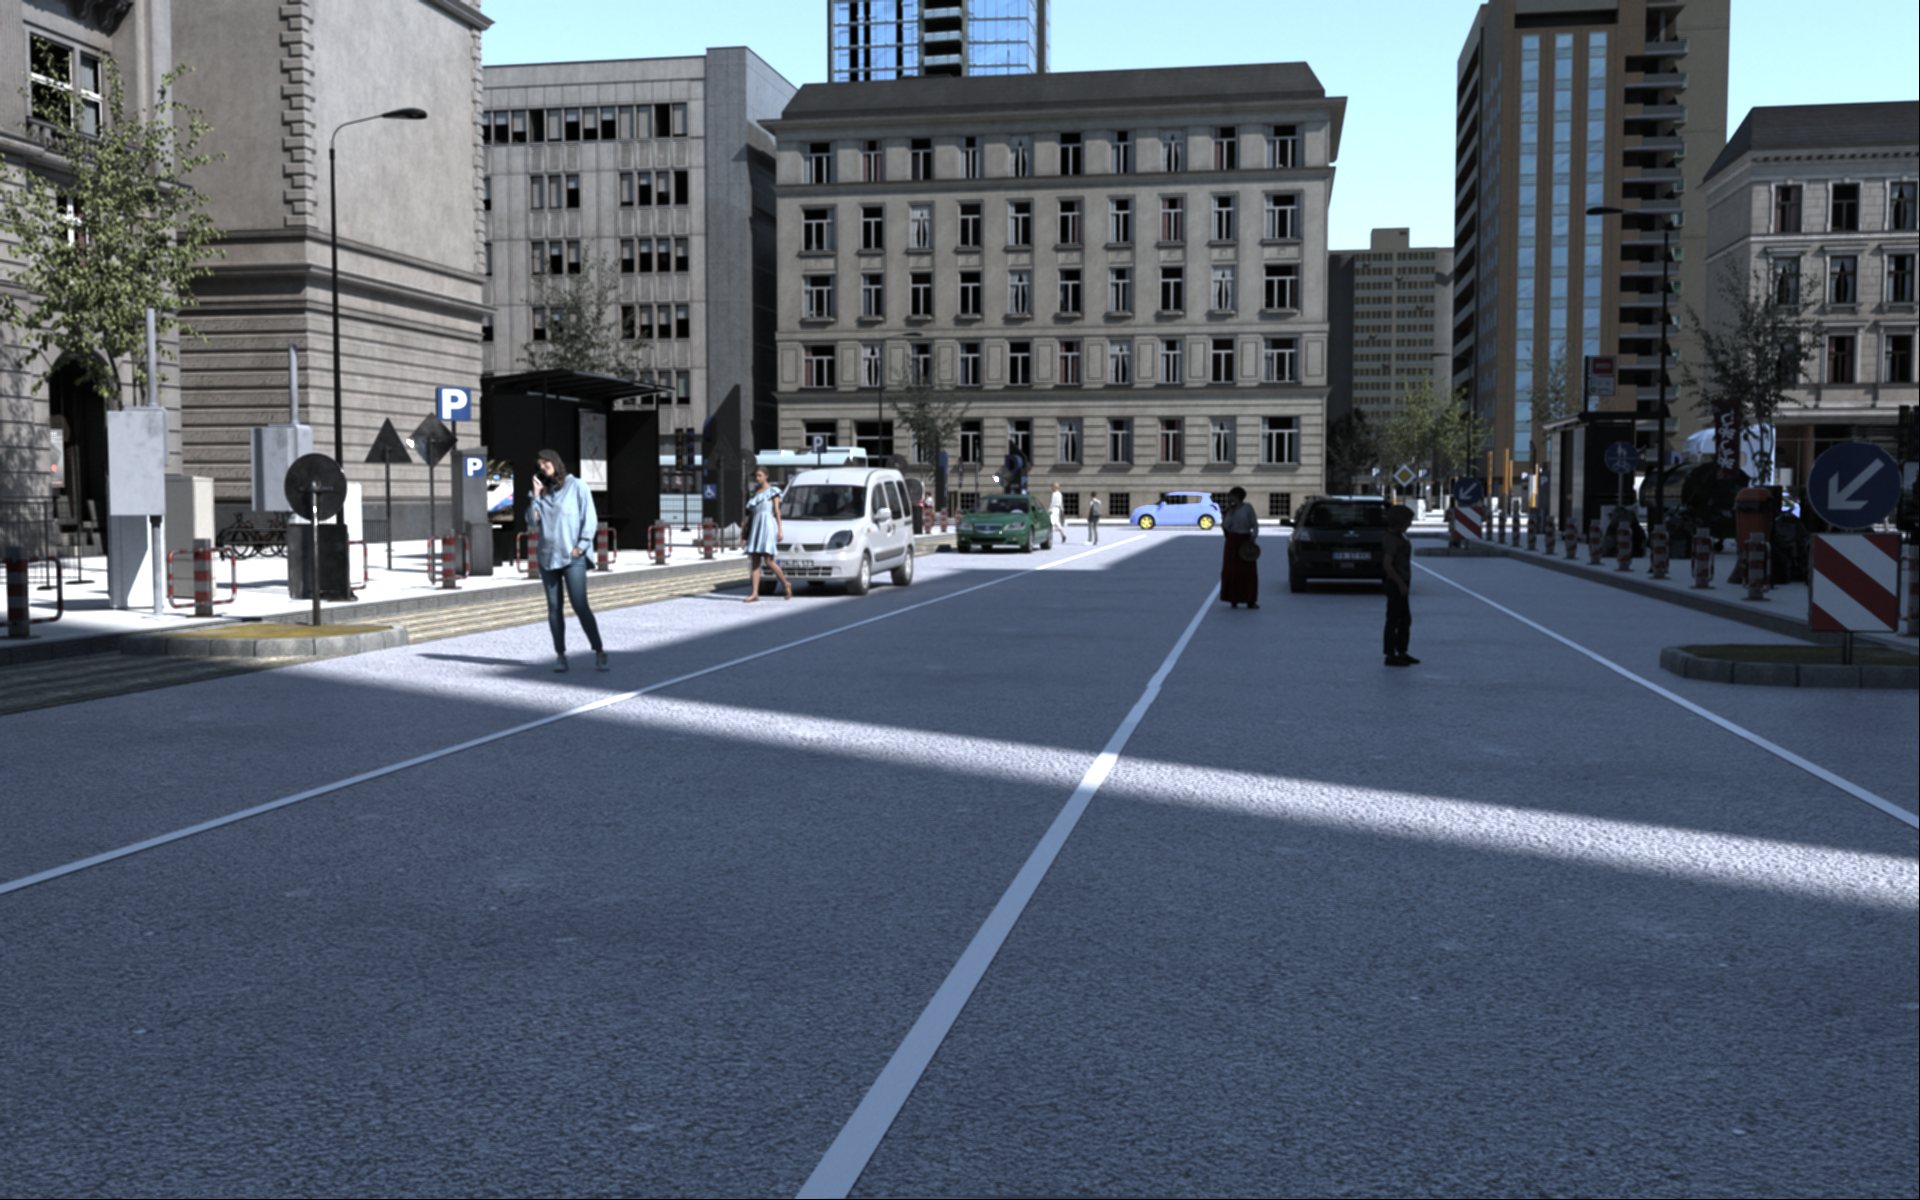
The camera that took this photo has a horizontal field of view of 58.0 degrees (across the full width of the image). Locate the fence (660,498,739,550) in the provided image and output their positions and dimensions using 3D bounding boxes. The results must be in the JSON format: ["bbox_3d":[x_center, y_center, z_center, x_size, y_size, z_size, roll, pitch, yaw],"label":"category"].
[{"bbox_3d":[-6.238,-1.743,39.697,2.264,1.192,0.480,0,4,-1],"label":"fence"}]

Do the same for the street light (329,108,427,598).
[{"bbox_3d":[-7.093,-2.969,21.078,1.470,5.913,1.316,1,4,10],"label":"street light"}]

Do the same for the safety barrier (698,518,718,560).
[{"bbox_3d":[-4.925,-1.199,33.882,0.300,0.817,1.120,1,4,10],"label":"safety barrier"}]

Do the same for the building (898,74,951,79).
[{"bbox_3d":[1.784,-29.807,170.933,14.154,41.232,14.086,1,4,10],"label":"building"}]

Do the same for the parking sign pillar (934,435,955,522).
[{"bbox_3d":[-0.863,-5.581,79.727,1.447,3.967,1.447,0,4,6],"label":"parking sign pillar"}]

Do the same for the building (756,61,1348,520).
[{"bbox_3d":[5.638,-16.058,95.828,30.059,22.955,16.112,1,4,10],"label":"building"}]

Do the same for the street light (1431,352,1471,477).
[{"bbox_3d":[16.140,-5.156,56.846,1.470,5.913,1.316,1,4,10],"label":"street light"}]

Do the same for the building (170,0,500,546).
[{"bbox_3d":[-24.147,-13.420,48.292,19.941,23.489,11.050,1,4,10],"label":"building"}]

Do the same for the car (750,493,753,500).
[{"bbox_3d":[-7.499,-3.527,66.465,4.718,1.807,1.959,1,4,9],"label":"car"}]

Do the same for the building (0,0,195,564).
[{"bbox_3d":[-24.451,-11.276,26.165,13.314,21.916,24.055,1,4,10],"label":"building"}]

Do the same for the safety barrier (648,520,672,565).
[{"bbox_3d":[-5.411,-1.038,31.240,0.300,0.817,1.120,1,4,10],"label":"safety barrier"}]

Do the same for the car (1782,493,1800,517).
[{"bbox_3d":[28.302,-3.089,60.101,3.694,1.707,1.945,1,4,12],"label":"car"}]

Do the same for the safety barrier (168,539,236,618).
[{"bbox_3d":[-7.860,-0.227,17.985,0.300,0.817,1.120,1,4,10],"label":"safety barrier"}]

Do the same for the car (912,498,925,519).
[{"bbox_3d":[-4.071,-3.861,71.801,5.304,1.827,2.281,1,4,11],"label":"car"}]

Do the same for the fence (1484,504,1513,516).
[{"bbox_3d":[32.072,-5.371,103.188,0.278,0.683,2.069,-3,5,-39],"label":"fence"}]

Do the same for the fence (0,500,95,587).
[{"bbox_3d":[-13.655,-0.834,24.843,2.264,1.192,0.480,0,4,3],"label":"fence"}]

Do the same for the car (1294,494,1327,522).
[{"bbox_3d":[15.155,-3.529,67.491,4.222,1.686,2.009,1,4,11],"label":"car"}]

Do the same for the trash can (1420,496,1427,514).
[{"bbox_3d":[28.079,-5.743,105.546,0.748,1.137,0.748,0,3,0],"label":"trash can"}]

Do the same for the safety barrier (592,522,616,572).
[{"bbox_3d":[-5.900,-0.876,28.599,0.300,0.817,1.120,1,4,10],"label":"safety barrier"}]

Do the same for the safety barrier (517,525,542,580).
[{"bbox_3d":[-6.389,-0.714,25.953,0.300,0.817,1.120,1,4,10],"label":"safety barrier"}]

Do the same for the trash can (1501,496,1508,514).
[{"bbox_3d":[35.638,-6.197,112.972,0.748,1.137,0.748,0,3,0],"label":"trash can"}]

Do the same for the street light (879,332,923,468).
[{"bbox_3d":[-1.763,-4.728,49.845,1.470,5.913,1.316,1,4,10],"label":"street light"}]

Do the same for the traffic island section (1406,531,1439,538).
[{"bbox_3d":[14.802,-2.166,57.696,2.009,0.180,2.903,1,4,10],"label":"traffic island section"}]

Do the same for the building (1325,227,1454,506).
[{"bbox_3d":[63.148,-34.468,255.430,23.993,40.220,32.217,1,4,10],"label":"building"}]

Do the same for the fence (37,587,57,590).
[{"bbox_3d":[-13.304,-0.724,23.044,2.264,1.192,0.480,-1,4,-15],"label":"fence"}]

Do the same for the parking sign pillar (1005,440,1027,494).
[{"bbox_3d":[2.749,-5.905,85.025,1.447,3.967,1.447,-3,4,-36],"label":"parking sign pillar"}]

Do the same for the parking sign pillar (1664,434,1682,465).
[{"bbox_3d":[32.080,-5.481,78.085,1.447,3.967,1.447,-3,5,-42],"label":"parking sign pillar"}]

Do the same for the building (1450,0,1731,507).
[{"bbox_3d":[58.889,-33.066,164.326,21.300,48.544,21.600,1,4,10],"label":"building"}]

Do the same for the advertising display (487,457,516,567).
[{"bbox_3d":[-8.253,-1.547,30.511,0.123,1.923,0.974,3,4,36],"label":"advertising display"}]

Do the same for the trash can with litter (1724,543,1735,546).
[{"bbox_3d":[19.517,-1.932,42.650,1.678,1.210,2.233,2,4,29],"label":"trash can with litter"}]

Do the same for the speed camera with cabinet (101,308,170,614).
[{"bbox_3d":[-9.102,-1.513,19.081,0.660,3.252,2.038,-2,4,-26],"label":"speed camera with cabinet"}]

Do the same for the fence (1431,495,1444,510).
[{"bbox_3d":[38.527,-7.972,141.552,2.264,1.192,0.480,2,4,25],"label":"fence"}]

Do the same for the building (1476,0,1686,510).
[{"bbox_3d":[52.212,-30.420,147.485,14.600,45.320,14.200,1,4,10],"label":"building"}]

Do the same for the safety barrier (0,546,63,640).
[{"bbox_3d":[-8.349,-0.065,15.344,0.300,0.817,1.120,1,4,10],"label":"safety barrier"}]

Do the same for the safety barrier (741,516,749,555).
[{"bbox_3d":[-4.436,-1.361,36.534,0.300,0.817,1.120,1,4,10],"label":"safety barrier"}]

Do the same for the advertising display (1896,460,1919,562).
[{"bbox_3d":[18.127,-1.679,32.661,0.974,1.923,0.123,-1,4,-10],"label":"advertising display"}]

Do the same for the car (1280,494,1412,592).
[{"bbox_3d":[5.903,-1.020,26.464,2.009,1.686,4.222,1,4,10],"label":"car"}]

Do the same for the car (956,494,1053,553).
[{"bbox_3d":[1.167,-1.942,43.555,2.131,1.459,4.920,1,4,12],"label":"car"}]

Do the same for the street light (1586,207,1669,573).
[{"bbox_3d":[10.818,-3.397,28.078,1.470,5.913,1.316,1,4,10],"label":"street light"}]

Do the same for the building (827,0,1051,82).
[{"bbox_3d":[-2.020,-54.138,197.828,31.000,86.520,22.319,1,4,10],"label":"building"}]

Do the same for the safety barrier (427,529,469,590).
[{"bbox_3d":[-6.877,-0.551,23.289,0.300,0.817,1.120,1,4,10],"label":"safety barrier"}]

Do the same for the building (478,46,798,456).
[{"bbox_3d":[-19.931,-17.215,99.484,19.932,24.808,12.078,1,4,10],"label":"building"}]

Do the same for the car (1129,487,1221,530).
[{"bbox_3d":[8.701,-3.701,70.107,3.694,1.707,1.945,1,4,9],"label":"car"}]

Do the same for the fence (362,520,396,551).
[{"bbox_3d":[-13.771,-1.476,39.503,2.069,0.683,0.278,2,4,25],"label":"fence"}]

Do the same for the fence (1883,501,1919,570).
[{"bbox_3d":[14.974,-0.994,27.455,2.264,1.192,0.480,0,4,7],"label":"fence"}]

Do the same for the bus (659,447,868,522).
[{"bbox_3d":[-10.457,-4.596,70.010,13.247,3.499,2.948,1,4,12],"label":"bus"}]

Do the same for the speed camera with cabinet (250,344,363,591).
[{"bbox_3d":[-8.923,-1.796,23.694,0.660,3.252,2.038,0,4,7],"label":"speed camera with cabinet"}]

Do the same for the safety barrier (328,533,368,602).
[{"bbox_3d":[-7.363,-0.390,20.645,0.300,0.817,1.120,1,4,10],"label":"safety barrier"}]

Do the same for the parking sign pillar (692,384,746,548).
[{"bbox_3d":[-5.795,-3.279,42.091,1.447,3.967,1.447,1,4,19],"label":"parking sign pillar"}]

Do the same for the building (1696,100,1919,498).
[{"bbox_3d":[40.208,-14.488,87.791,40.483,20.767,10.553,1,4,10],"label":"building"}]
